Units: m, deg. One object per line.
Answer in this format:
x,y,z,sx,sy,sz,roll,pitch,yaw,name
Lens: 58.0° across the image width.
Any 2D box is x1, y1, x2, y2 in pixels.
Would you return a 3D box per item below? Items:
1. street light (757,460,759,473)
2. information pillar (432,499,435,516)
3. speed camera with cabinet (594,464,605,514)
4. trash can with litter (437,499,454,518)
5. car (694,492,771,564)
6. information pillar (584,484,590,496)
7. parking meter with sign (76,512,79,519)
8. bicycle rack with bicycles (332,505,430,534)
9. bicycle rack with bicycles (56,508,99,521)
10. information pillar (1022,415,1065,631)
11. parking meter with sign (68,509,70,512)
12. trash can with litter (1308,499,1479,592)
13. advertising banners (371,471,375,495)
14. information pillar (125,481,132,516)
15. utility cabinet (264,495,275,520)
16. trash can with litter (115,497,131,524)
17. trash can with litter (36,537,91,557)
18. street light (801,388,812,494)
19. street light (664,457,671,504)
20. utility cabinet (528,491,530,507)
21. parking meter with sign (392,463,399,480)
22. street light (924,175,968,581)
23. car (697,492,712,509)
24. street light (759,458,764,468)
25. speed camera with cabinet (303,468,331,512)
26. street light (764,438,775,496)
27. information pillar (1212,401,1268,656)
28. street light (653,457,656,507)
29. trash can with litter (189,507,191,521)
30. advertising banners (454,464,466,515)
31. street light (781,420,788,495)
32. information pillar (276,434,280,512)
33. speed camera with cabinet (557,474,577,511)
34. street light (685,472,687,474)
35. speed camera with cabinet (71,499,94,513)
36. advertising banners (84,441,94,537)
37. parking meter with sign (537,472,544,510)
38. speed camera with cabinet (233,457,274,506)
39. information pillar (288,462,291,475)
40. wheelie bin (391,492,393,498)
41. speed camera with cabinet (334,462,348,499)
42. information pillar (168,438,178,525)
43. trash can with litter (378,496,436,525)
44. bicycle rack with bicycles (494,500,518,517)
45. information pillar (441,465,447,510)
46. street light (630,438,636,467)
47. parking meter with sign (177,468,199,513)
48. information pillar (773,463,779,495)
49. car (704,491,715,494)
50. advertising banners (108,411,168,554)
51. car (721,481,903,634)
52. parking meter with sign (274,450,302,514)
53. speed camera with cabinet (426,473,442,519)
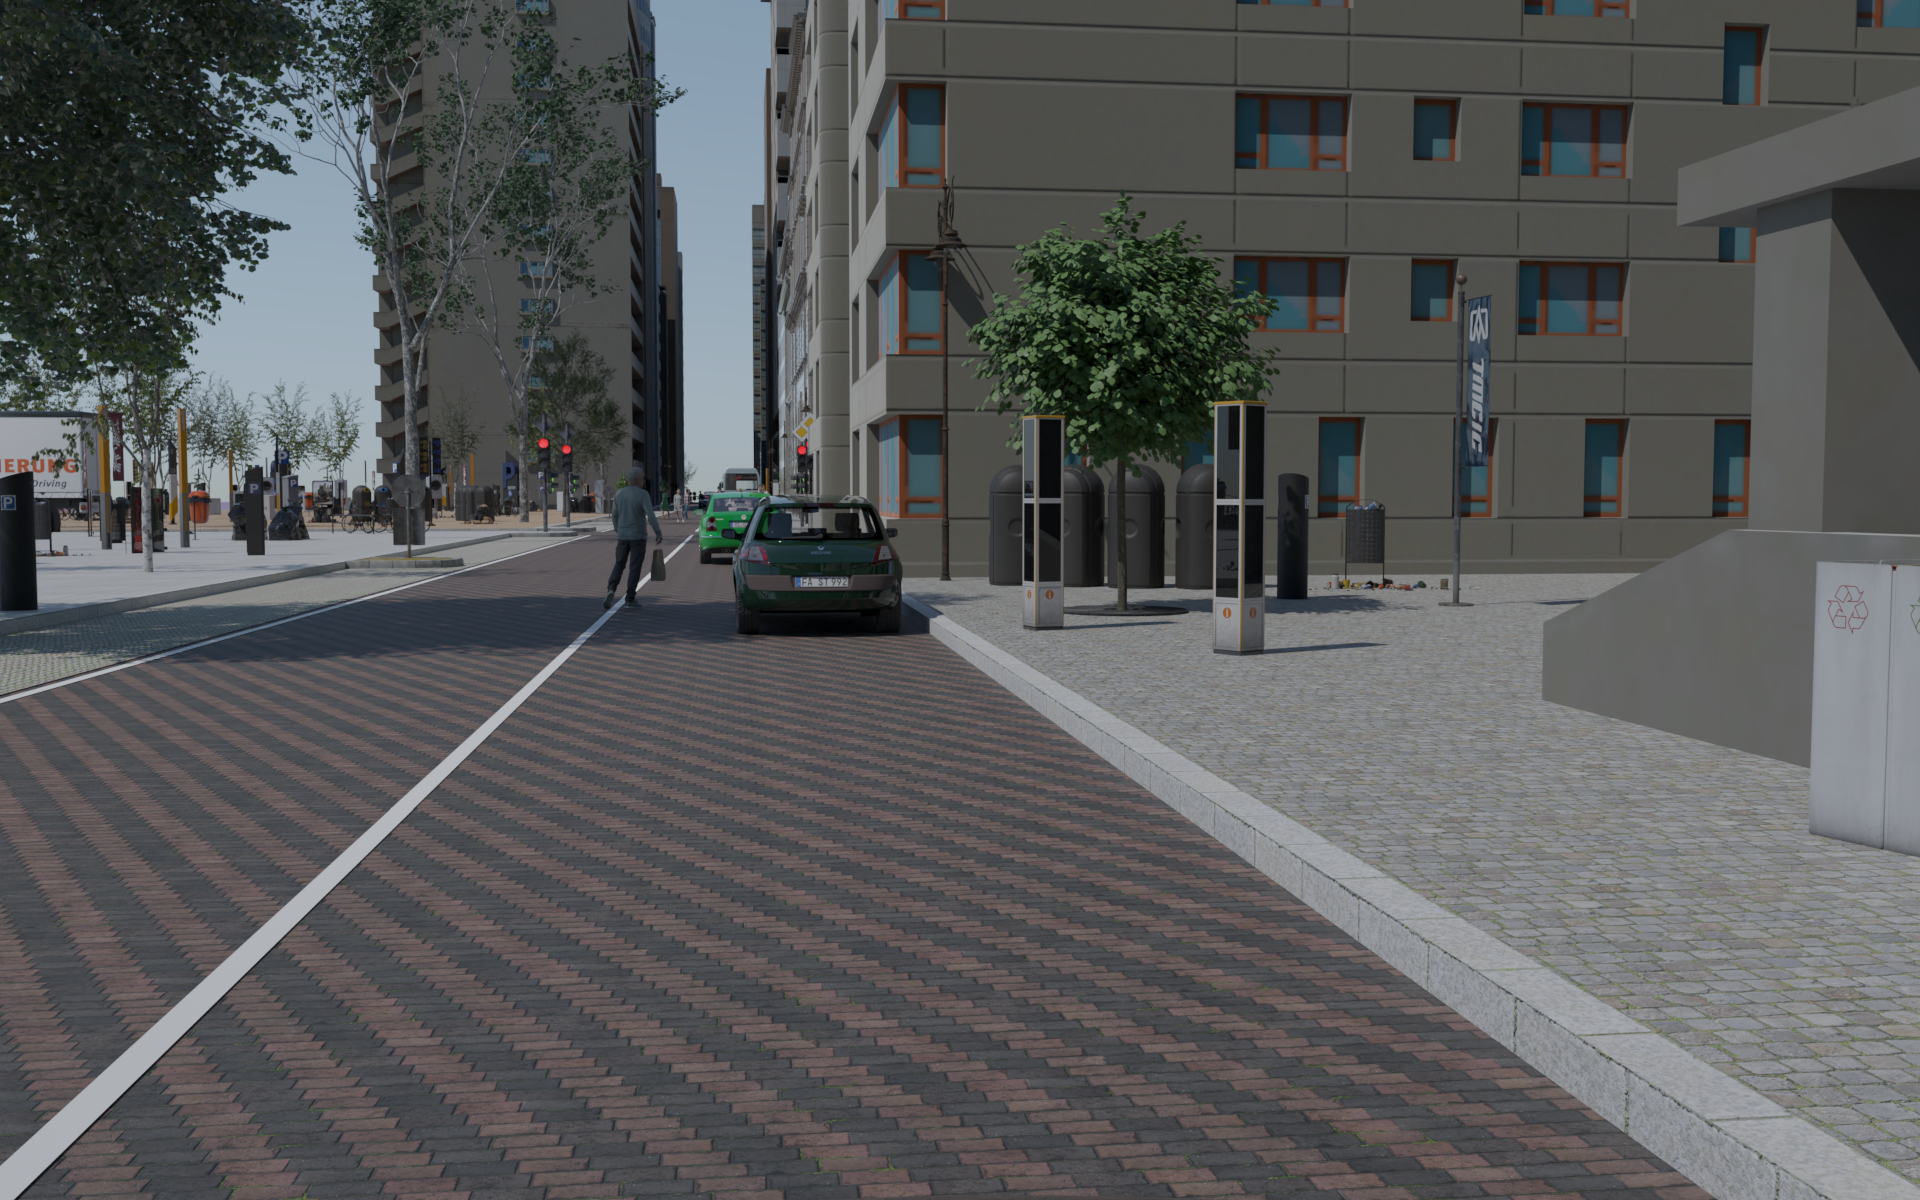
-25.075,-14.960,217.381,0.468,5.910,1.993,0,4,-7,street light
-30.616,-5.869,100.448,0.304,2.012,0.304,-2,4,-25,information pillar
-23.725,-7.320,114.022,0.660,3.252,2.038,0,4,-8,speed camera with cabinet
-27.784,-5.039,93.439,1.678,1.210,2.233,1,4,23,trash can with litter
-4.693,-1.726,37.022,1.959,1.807,4.718,-1,4,-9,car
-27.636,-7.571,128.277,0.304,2.012,0.304,3,5,40,information pillar
-45.324,-5.688,89.256,0.543,3.016,1.738,-2,4,-24,parking meter with sign
-19.256,-2.654,56.767,2.925,0.926,2.852,2,4,27,bicycle rack with bicycles
-43.114,-4.303,83.730,2.925,0.926,2.852,-1,4,-19,bicycle rack with bicycles
0.787,-0.726,16.357,0.304,2.012,0.304,-1,4,-23,information pillar
-58.706,-7.292,115.493,0.543,3.016,1.738,1,4,15,parking meter with sign
5.863,-0.752,23.357,2.233,1.210,1.678,1,4,13,trash can with litter
-44.673,-8.251,131.087,0.090,3.025,2.074,-3,5,-41,advertising banners
-47.749,-5.813,99.538,0.304,2.012,0.304,-2,4,-34,information pillar
-34.765,-4.631,86.882,1.020,1.237,0.306,3,5,40,utility cabinet
-36.337,-3.919,75.467,1.055,1.170,0.624,3,5,41,trash can with litter
-19.362,-1.510,35.749,2.233,1.210,1.678,0,4,0,trash can with litter
-6.561,-6.188,73.969,0.468,5.910,1.993,0,4,-7,street light
-35.898,-14.581,211.184,0.468,5.910,1.993,0,4,-7,street light
-35.179,-7.986,139.257,1.173,1.500,0.318,1,4,16,utility cabinet
-31.235,-6.239,98.273,1.738,3.016,0.543,-3,5,-45,parking meter with sign
-0.214,-3.224,25.494,0.468,5.910,1.993,0,4,-7,street light
-24.156,-9.542,165.793,2.009,1.686,4.222,-1,4,-9,car
-20.704,-12.871,183.224,0.468,5.910,1.993,0,4,-7,street light
-47.053,-8.107,126.889,2.038,3.252,0.660,-2,4,-23,speed camera with cabinet
-16.439,-10.810,149.533,0.468,5.910,1.993,0,4,-7,street light
2.236,-0.572,13.849,0.304,2.012,0.304,-3,5,-41,information pillar
-31.290,-12.463,176.564,0.468,5.910,1.993,0,4,-7,street light
-36.640,-4.362,82.702,1.055,1.170,0.624,-1,4,-11,trash can with litter
-29.302,-6.446,101.583,0.090,3.025,2.074,-2,4,-35,advertising banners
-10.937,-8.273,108.054,0.468,5.910,1.993,0,4,-7,street light
-26.446,-4.636,67.153,0.183,3.616,0.504,-1,4,-18,information pillar
-29.334,-8.256,129.323,0.660,3.252,2.038,1,4,18,speed camera with cabinet
-46.458,-19.624,293.638,0.468,5.910,1.993,0,4,-7,street light
-54.114,-6.902,107.177,0.660,3.252,2.038,1,4,12,speed camera with cabinet
-26.238,-3.421,52.125,0.090,3.025,2.074,-1,4,-22,advertising banners
-32.354,-8.415,133.851,0.543,3.016,1.738,-1,4,-14,parking meter with sign
-37.876,-6.022,92.790,2.038,3.252,0.660,-1,4,-17,speed camera with cabinet
-48.938,-8.246,126.180,0.183,3.616,0.504,3,5,41,information pillar
-45.346,-7.911,137.249,0.980,1.594,0.693,3,5,43,wheelie bin
-37.035,-6.807,105.623,2.038,3.252,0.660,-1,4,-9,speed camera with cabinet
-33.081,-4.981,72.792,0.183,3.616,0.504,1,4,9,information pillar
-23.308,-3.747,72.324,2.233,1.210,1.678,-2,4,-32,trash can with litter
-26.636,-5.184,98.135,2.852,0.926,2.925,-2,4,-34,bicycle rack with bicycles
-41.280,-9.005,138.591,0.504,3.616,0.183,-1,4,-20,information pillar
-26.976,-10.403,142.879,0.468,5.910,1.993,0,4,-7,street light
-52.409,-7.395,117.176,1.738,3.016,0.543,-2,4,-30,parking meter with sign
-13.713,-8.418,128.993,0.504,3.616,0.183,2,4,26,information pillar
-33.280,-13.570,230.545,2.281,1.827,5.304,0,4,-8,car
-17.796,-2.525,37.479,0.090,3.025,2.074,0,4,6,advertising banners
-1.640,-0.576,19.205,2.009,1.686,4.222,0,4,-8,car
-26.549,-4.426,68.622,0.543,3.016,1.738,-3,5,-41,parking meter with sign
-27.437,-5.735,88.109,2.038,3.252,0.660,-2,4,-33,speed camera with cabinet
